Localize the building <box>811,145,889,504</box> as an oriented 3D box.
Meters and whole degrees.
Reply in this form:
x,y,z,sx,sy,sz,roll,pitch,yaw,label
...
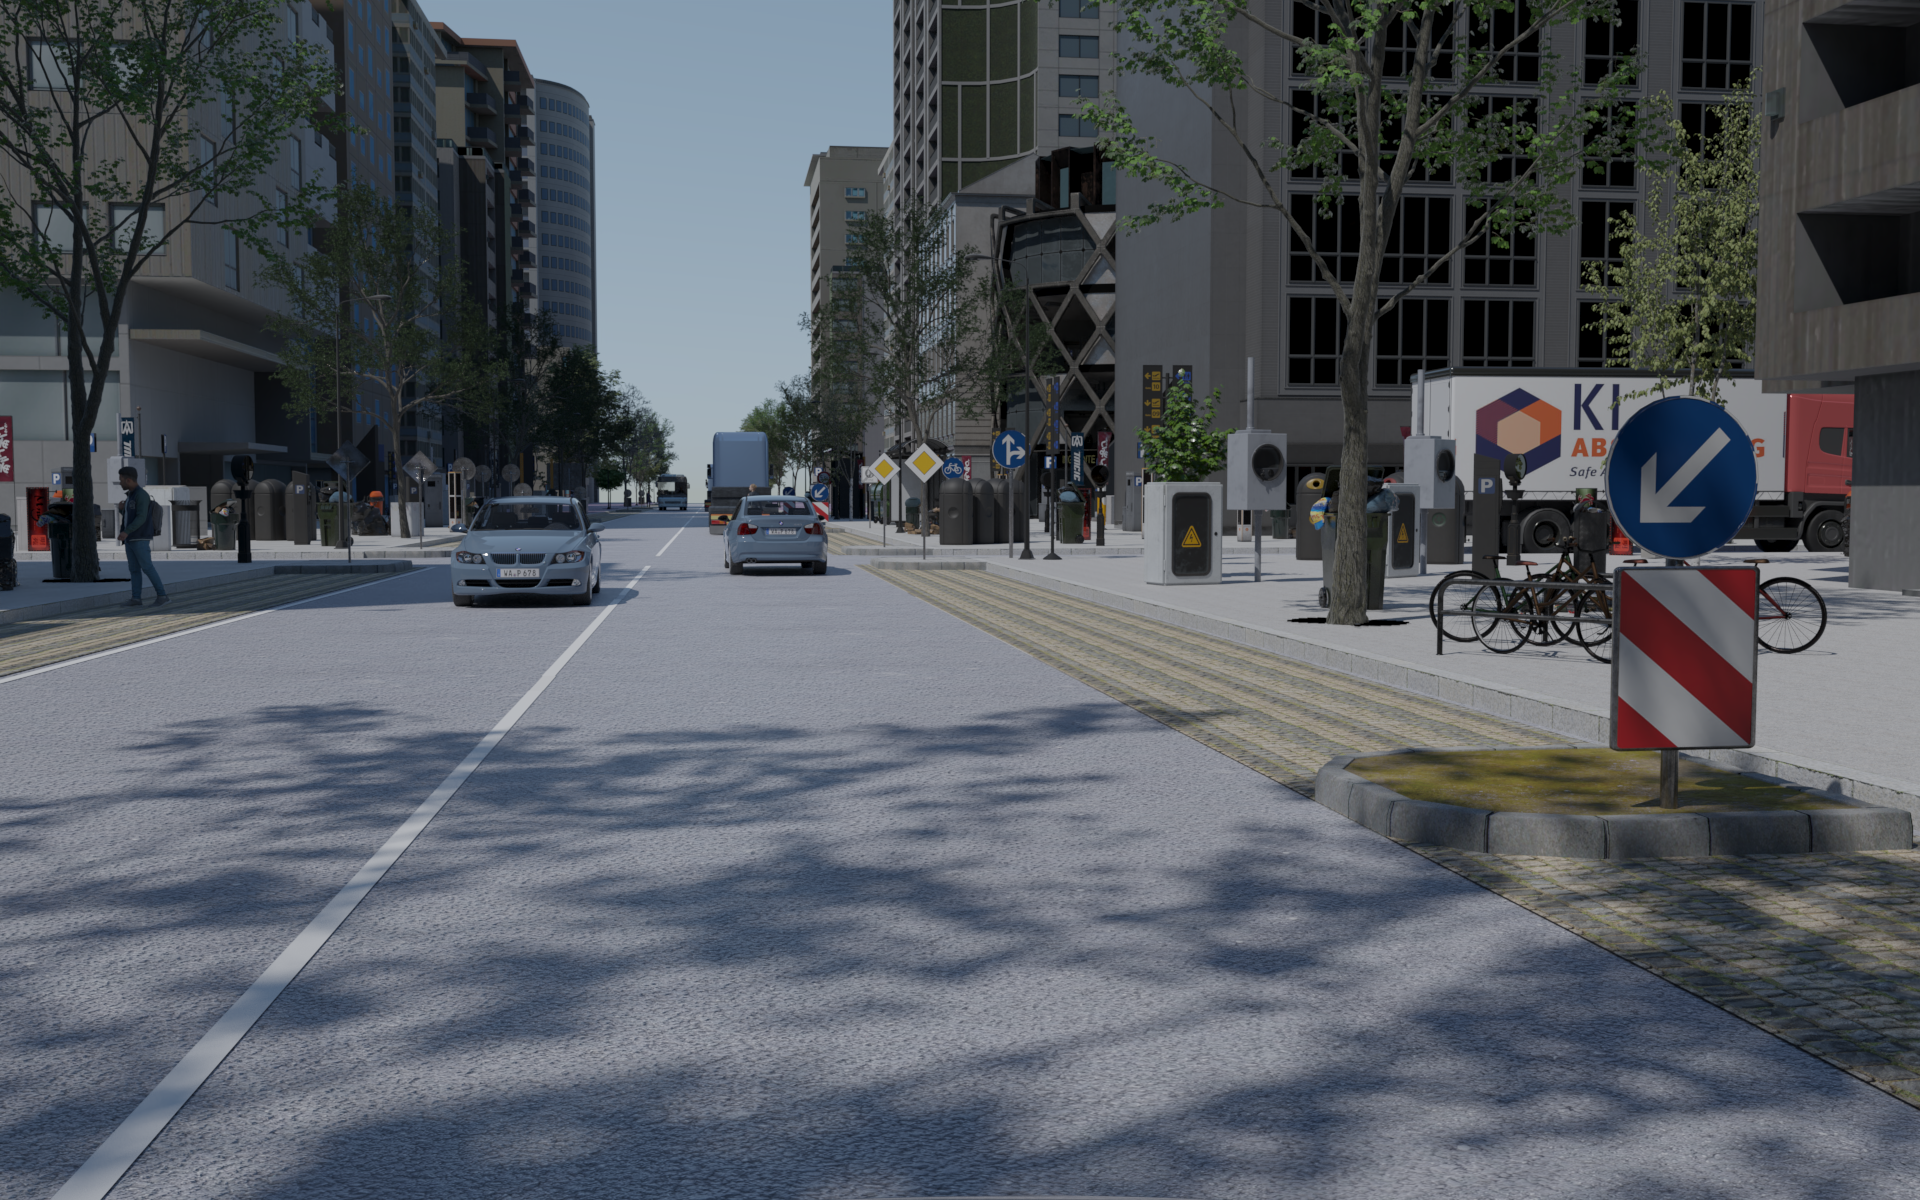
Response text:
x,y,z,sx,sy,sz,roll,pitch,yaw,label
-9.146,-37.570,237.972,21.300,48.544,21.600,0,4,-8,building

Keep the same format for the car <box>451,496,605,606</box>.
x,y,z,sx,sy,sz,roll,pitch,yaw,label
-5.866,-0.717,23.734,2.014,1.417,4.499,-1,4,-9,car

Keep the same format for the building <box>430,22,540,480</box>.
x,y,z,sx,sy,sz,roll,pitch,yaw,label
-51.987,-31.136,163.697,22.147,44.769,28.867,0,4,-8,building

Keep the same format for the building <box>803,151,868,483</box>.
x,y,z,sx,sy,sz,roll,pitch,yaw,label
-8.512,-41.189,262.681,28.713,52.752,27.495,0,4,-8,building

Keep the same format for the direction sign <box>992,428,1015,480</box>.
x,y,z,sx,sy,sz,roll,pitch,yaw,label
1.480,-4.111,59.208,0.876,3.537,0.379,2,4,27,direction sign

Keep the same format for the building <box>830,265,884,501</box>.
x,y,z,sx,sy,sz,roll,pitch,yaw,label
-9.633,-27.425,220.098,14.160,30.474,14.107,0,4,-8,building

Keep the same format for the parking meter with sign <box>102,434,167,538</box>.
x,y,z,sx,sy,sz,roll,pitch,yaw,label
-24.032,-3.310,50.381,1.738,3.016,0.543,-1,4,-19,parking meter with sign

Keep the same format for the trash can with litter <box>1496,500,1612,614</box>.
x,y,z,sx,sy,sz,roll,pitch,yaw,label
6.646,-0.497,19.178,2.233,1.210,1.678,-2,4,-35,trash can with litter

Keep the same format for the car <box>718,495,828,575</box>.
x,y,z,sx,sy,sz,roll,pitch,yaw,label
-3.460,-1.230,32.117,2.014,1.417,4.499,-1,4,-10,car

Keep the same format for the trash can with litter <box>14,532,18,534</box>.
x,y,z,sx,sy,sz,roll,pitch,yaw,label
-30.771,-2.775,56.434,1.678,1.210,2.233,2,4,34,trash can with litter

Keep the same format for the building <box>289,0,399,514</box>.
x,y,z,sx,sy,sz,roll,pitch,yaw,label
-40.534,-27.407,98.215,14.600,45.320,14.200,0,4,-8,building

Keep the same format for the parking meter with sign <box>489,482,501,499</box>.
x,y,z,sx,sy,sz,roll,pitch,yaw,label
-30.299,-7.134,112.901,0.543,3.016,1.738,2,4,27,parking meter with sign

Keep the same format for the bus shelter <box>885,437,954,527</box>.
x,y,z,sx,sy,sz,roll,pitch,yaw,label
-1.587,-4.294,64.133,2.014,3.302,5.546,0,4,-8,bus shelter

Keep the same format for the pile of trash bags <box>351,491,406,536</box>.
x,y,z,sx,sy,sz,roll,pitch,yaw,label
-18.229,-2.739,54.538,1.912,1.369,3.447,-2,4,-25,pile of trash bags

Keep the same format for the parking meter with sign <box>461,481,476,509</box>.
x,y,z,sx,sy,sz,roll,pitch,yaw,label
-28.131,-6.224,98.029,1.738,3.016,0.543,1,4,15,parking meter with sign

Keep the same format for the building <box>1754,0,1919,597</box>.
x,y,z,sx,sy,sz,roll,pitch,yaw,label
17.863,-15.227,20.665,14.160,30.474,14.107,0,4,-8,building

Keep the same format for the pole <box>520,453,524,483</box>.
x,y,z,sx,sy,sz,roll,pitch,yaw,label
-21.747,-5.635,85.982,0.158,3.312,0.155,0,3,0,pole

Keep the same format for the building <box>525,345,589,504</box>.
x,y,z,sx,sy,sz,roll,pitch,yaw,label
-61.564,-22.712,216.381,27.650,21.520,28.899,0,4,-8,building

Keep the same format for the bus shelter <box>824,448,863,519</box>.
x,y,z,sx,sy,sz,roll,pitch,yaw,label
-6.158,-6.152,91.873,1.731,3.624,6.357,0,4,-8,bus shelter

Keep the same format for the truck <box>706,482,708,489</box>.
x,y,z,sx,sy,sz,roll,pitch,yaw,label
-29.840,-13.463,216.047,3.469,3.379,9.791,-1,4,-9,truck

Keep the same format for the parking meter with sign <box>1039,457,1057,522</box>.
x,y,z,sx,sy,sz,roll,pitch,yaw,label
4.003,-5.107,79.768,0.543,3.016,1.738,1,4,15,parking meter with sign

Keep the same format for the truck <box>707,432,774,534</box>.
x,y,z,sx,sy,sz,roll,pitch,yaw,label
-8.742,-4.867,69.335,2.967,4.110,18.799,0,4,-8,truck

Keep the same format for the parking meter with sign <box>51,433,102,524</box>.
x,y,z,sx,sy,sz,roll,pitch,yaw,label
-25.218,-3.215,48.827,0.543,3.016,1.738,1,4,20,parking meter with sign

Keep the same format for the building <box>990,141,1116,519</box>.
x,y,z,sx,sy,sz,roll,pitch,yaw,label
9.831,-13.733,91.987,16.820,18.784,16.811,0,4,-8,building

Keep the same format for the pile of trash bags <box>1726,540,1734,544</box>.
x,y,z,sx,sy,sz,roll,pitch,yaw,label
18.524,-2.198,45.697,3.447,1.369,1.912,1,4,20,pile of trash bags

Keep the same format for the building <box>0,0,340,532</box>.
x,y,z,sx,sy,sz,roll,pitch,yaw,label
-41.234,-29.331,68.807,28.713,52.752,27.495,0,4,-8,building

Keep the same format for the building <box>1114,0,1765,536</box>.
x,y,z,sx,sy,sz,roll,pitch,yaw,label
18.533,-16.230,58.872,24.014,27.812,14.314,0,4,-8,building

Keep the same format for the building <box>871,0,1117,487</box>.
x,y,z,sx,sy,sz,roll,pitch,yaw,label
3.216,-43.547,150.249,20.563,71.187,20.611,0,4,-8,building

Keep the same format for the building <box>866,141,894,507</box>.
x,y,z,sx,sy,sz,roll,pitch,yaw,label
5.144,-29.542,174.885,32.217,40.220,23.993,0,4,-8,building

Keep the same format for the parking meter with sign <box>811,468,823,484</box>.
x,y,z,sx,sy,sz,roll,pitch,yaw,label
-9.451,-7.158,113.286,0.543,3.016,1.738,1,4,10,parking meter with sign

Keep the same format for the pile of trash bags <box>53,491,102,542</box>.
x,y,z,sx,sy,sz,roll,pitch,yaw,label
-23.855,-2.218,46.017,1.912,1.369,3.447,-2,4,-28,pile of trash bags

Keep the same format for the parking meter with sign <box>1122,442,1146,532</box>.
x,y,z,sx,sy,sz,roll,pitch,yaw,label
5.995,-3.842,59.081,0.543,3.016,1.738,-1,4,-16,parking meter with sign

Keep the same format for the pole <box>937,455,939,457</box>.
x,y,z,sx,sy,sz,roll,pitch,yaw,label
-1.006,-5.284,80.241,0.158,3.312,0.155,0,3,0,pole

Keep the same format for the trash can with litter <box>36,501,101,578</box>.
x,y,z,sx,sy,sz,roll,pitch,yaw,label
-13.727,-0.939,26.742,0.624,1.170,1.055,0,4,-6,trash can with litter

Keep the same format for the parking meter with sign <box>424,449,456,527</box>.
x,y,z,sx,sy,sz,roll,pitch,yaw,label
-20.294,-4.310,66.725,1.738,3.016,0.543,-1,4,-15,parking meter with sign

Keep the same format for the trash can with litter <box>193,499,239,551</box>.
x,y,z,sx,sy,sz,roll,pitch,yaw,label
-16.971,-1.714,39.414,1.055,1.170,0.624,1,4,13,trash can with litter

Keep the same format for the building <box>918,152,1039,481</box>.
x,y,z,sx,sy,sz,roll,pitch,yaw,label
3.036,-15.905,109.203,9.793,20.994,18.267,0,4,-8,building

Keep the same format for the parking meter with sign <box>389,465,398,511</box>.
x,y,z,sx,sy,sz,roll,pitch,yaw,label
-30.914,-6.023,94.729,0.543,3.016,1.738,-2,4,-28,parking meter with sign

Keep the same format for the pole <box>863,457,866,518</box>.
x,y,z,sx,sy,sz,roll,pitch,yaw,label
-5.225,-6.133,94.115,0.158,3.312,0.155,0,3,0,pole

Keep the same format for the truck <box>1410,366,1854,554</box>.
x,y,z,sx,sy,sz,roll,pitch,yaw,label
16.179,-3.113,39.817,11.283,4.237,2.839,0,4,-6,truck

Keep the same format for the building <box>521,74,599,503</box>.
x,y,z,sx,sy,sz,roll,pitch,yaw,label
-62.743,-42.928,243.873,21.231,58.520,28.212,0,4,-8,building

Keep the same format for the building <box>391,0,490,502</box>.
x,y,z,sx,sy,sz,roll,pitch,yaw,label
-50.446,-26.328,122.343,32.217,40.220,23.993,0,4,-8,building

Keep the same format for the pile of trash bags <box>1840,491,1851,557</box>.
x,y,z,sx,sy,sz,roll,pitch,yaw,label
18.979,-1.570,35.417,1.912,1.369,3.447,0,4,3,pile of trash bags

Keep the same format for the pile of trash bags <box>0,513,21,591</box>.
x,y,z,sx,sy,sz,roll,pitch,yaw,label
-13.384,-0.780,22.508,1.912,1.369,3.447,-1,4,-22,pile of trash bags

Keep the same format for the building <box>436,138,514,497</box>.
x,y,z,sx,sy,sz,roll,pitch,yaw,label
-44.921,-22.717,143.122,14.160,30.474,14.107,0,4,-8,building

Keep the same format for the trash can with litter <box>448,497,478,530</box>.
x,y,z,sx,sy,sz,roll,pitch,yaw,label
-17.820,-3.100,62.074,0.624,1.170,1.055,2,4,25,trash can with litter

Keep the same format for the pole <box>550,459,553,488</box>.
x,y,z,sx,sy,sz,roll,pitch,yaw,label
-23.404,-6.453,99.343,0.158,3.312,0.155,0,3,0,pole

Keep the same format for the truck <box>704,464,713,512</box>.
x,y,z,sx,sy,sz,roll,pitch,yaw,label
-20.587,-9.738,148.970,2.967,4.110,18.799,0,4,-7,truck
